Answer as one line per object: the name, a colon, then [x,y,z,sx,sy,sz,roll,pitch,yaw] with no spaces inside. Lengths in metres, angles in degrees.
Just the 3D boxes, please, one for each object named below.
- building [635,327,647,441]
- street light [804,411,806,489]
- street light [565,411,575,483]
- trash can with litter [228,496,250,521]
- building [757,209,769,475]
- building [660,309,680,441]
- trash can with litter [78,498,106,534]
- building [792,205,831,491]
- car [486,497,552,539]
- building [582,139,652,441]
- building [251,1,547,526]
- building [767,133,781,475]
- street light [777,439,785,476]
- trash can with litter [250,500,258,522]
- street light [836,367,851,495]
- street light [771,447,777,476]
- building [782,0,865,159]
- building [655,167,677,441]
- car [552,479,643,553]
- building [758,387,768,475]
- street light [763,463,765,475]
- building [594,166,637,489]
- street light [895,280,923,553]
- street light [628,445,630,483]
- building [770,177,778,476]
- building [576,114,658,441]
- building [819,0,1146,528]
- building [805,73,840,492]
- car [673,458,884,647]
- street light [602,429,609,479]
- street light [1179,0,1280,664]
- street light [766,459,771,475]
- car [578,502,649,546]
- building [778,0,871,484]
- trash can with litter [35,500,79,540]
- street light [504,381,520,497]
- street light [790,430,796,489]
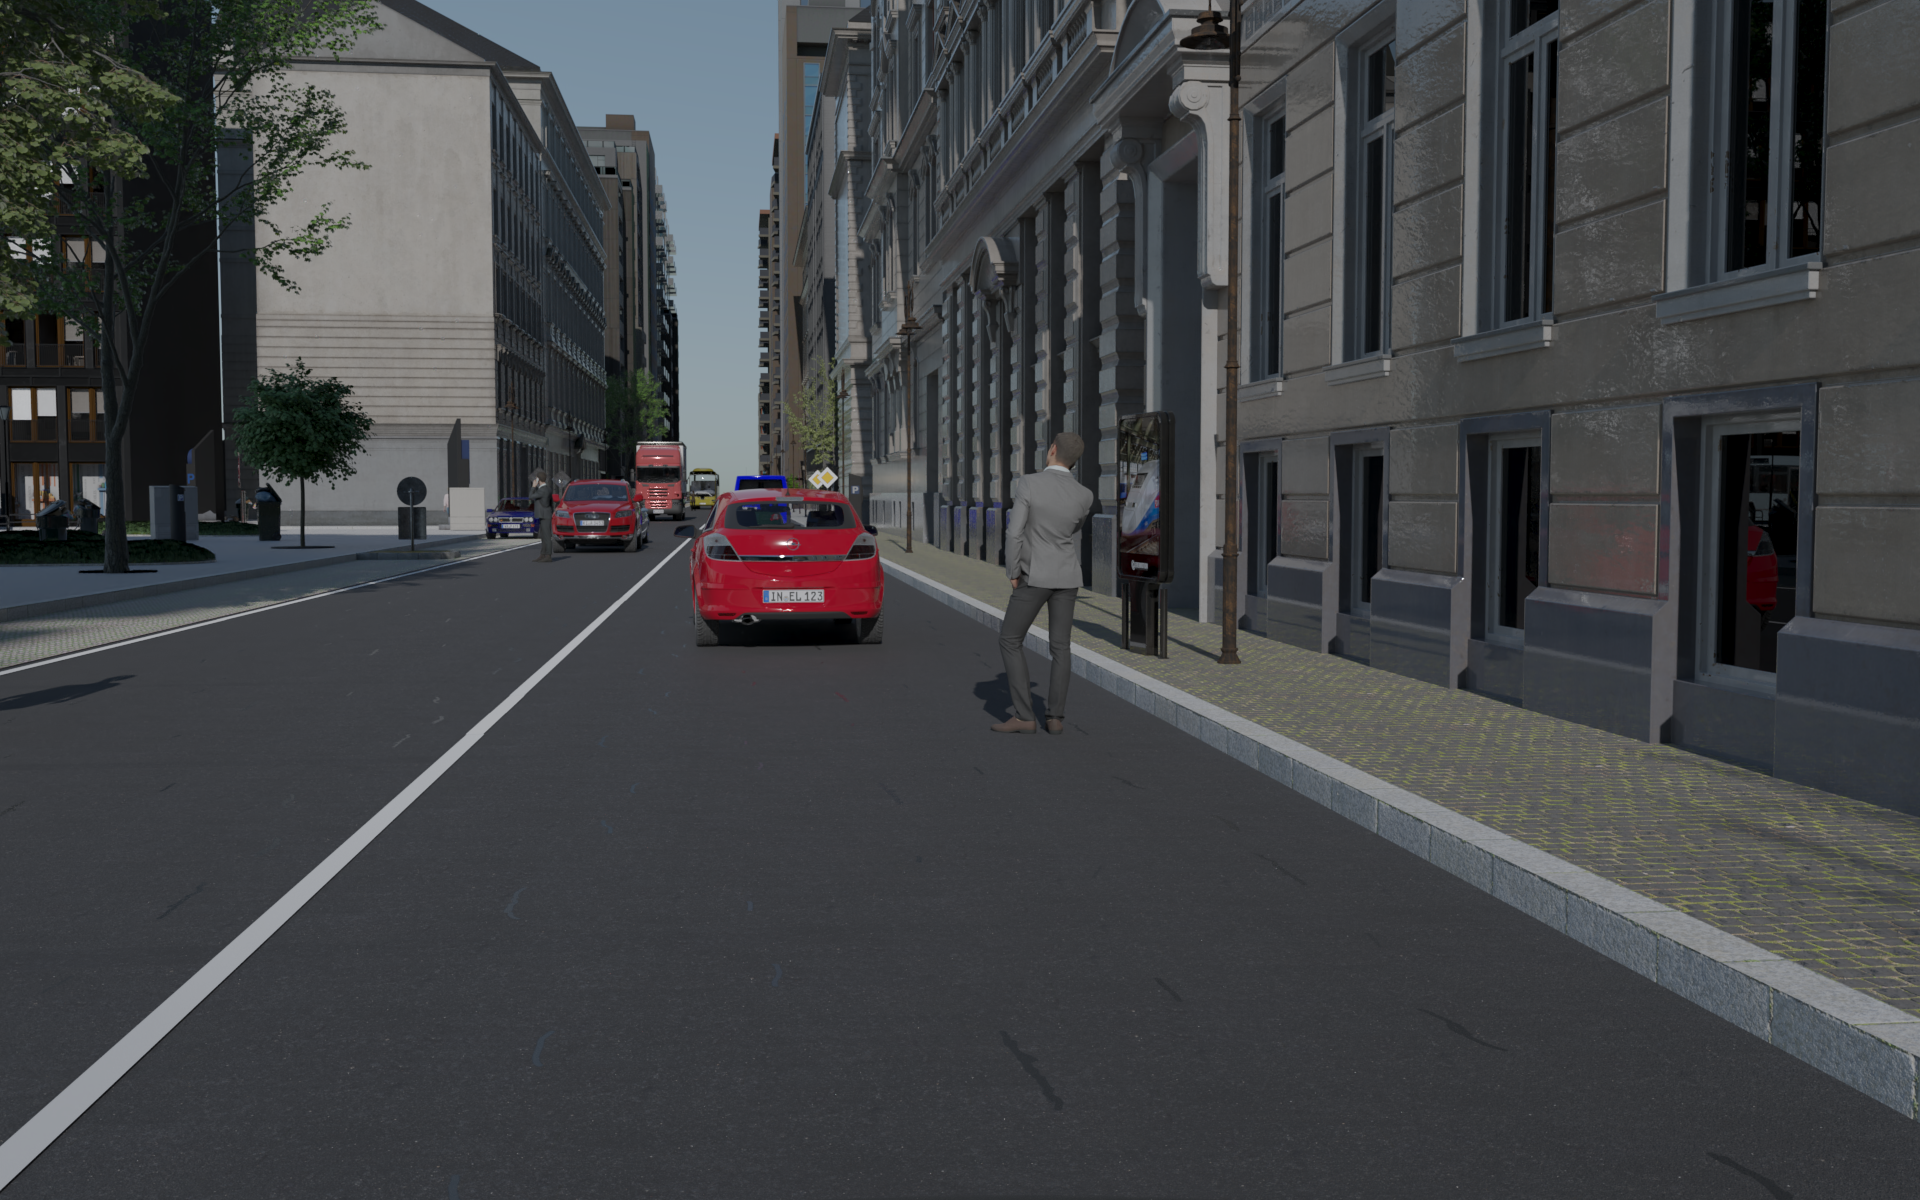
building: [-45.919,-20.014,172.273,27.650,21.520,28.899,0,4,-7]
street light: [-8.625,-7.577,96.665,0.468,5.910,1.993,0,4,-7]
street light: [-21.660,-7.550,96.224,0.468,5.910,1.993,0,4,-7]
trash can with litter: [-33.559,-4.237,80.670,0.624,1.170,1.055,1,4,21]
building: [-19.271,-37.126,261.637,22.147,44.769,28.867,0,4,-7]
building: [-50.282,-30.169,264.956,14.160,30.474,14.107,0,4,-7]
trash can with litter: [-24.409,-2.296,48.934,0.624,1.170,1.055,2,4,32]
building: [-4.276,-18.330,132.984,16.112,22.955,30.059,0,4,-7]
car: [-14.232,-2.658,56.043,1.945,1.354,3.894,0,4,-6]
building: [-42.116,-31.214,193.936,14.154,41.232,14.086,0,4,-7]
building: [-24.521,-13.999,78.040,9.793,20.994,18.267,0,4,-7]
building: [-11.467,-33.895,208.809,22.147,44.769,28.867,0,4,-7]
street light: [-14.972,-10.612,146.296,0.468,5.910,1.993,0,4,-7]
trash can with litter: [-23.802,-2.923,59.172,0.624,1.170,1.055,-1,4,-21]
street light: [-4.253,-5.523,63.083,0.468,5.910,1.993,0,4,-7]
street light: [-18.215,-12.189,172.084,0.468,5.910,1.993,0,4,-7]
building: [-9.003,-31.074,158.173,14.600,45.320,14.200,0,4,-7]
building: [-52.184,-38.023,241.285,23.786,49.044,30.456,0,4,-7]
car: [-9.158,-2.157,43.936,2.281,1.827,5.304,0,4,-8]
building: [-19.992,-27.357,292.327,27.650,21.520,28.899,0,4,-7]
street light: [-24.668,-15.257,222.238,0.468,5.910,1.993,0,4,-7]
building: [-35.858,-23.231,151.527,14.160,30.474,14.107,0,4,-7]
street light: [-1.111,-3.968,37.669,0.468,5.910,1.993,0,4,-7]
street light: [-28.102,-10.648,146.878,0.468,5.910,1.993,0,4,-7]
building: [-19.053,-36.015,238.948,14.600,45.320,14.200,0,4,-7]
building: [-43.759,-34.122,208.013,14.600,45.320,14.200,0,4,-7]
building: [4.013,-15.183,77.122,19.941,23.489,11.050,0,4,-7]
building: [-1.842,-19.109,105.941,14.314,27.812,24.014,0,4,-7]
car: [-1.861,-0.539,17.848,2.155,1.783,4.494,-1,4,-9]
street light: [-24.758,-9.068,121.047,0.468,5.910,1.993,0,4,-7]
street light: [2.041,-2.457,12.953,0.468,5.910,1.993,0,4,-7]
street light: [-21.444,-13.701,196.791,0.468,5.910,1.993,0,4,-7]
car: [-9.897,-2.298,49.569,2.014,1.417,4.499,0,4,-6]
building: [-8.152,-38.974,179.216,21.231,58.520,28.212,0,4,-7]
trash can with litter: [-18.182,-1.400,34.275,0.624,1.170,1.055,3,5,40]
street light: [-18.364,-6.014,71.121,0.468,5.910,1.993,0,4,-7]
street light: [-11.675,-9.089,121.394,0.468,5.910,1.993,0,4,-7]
